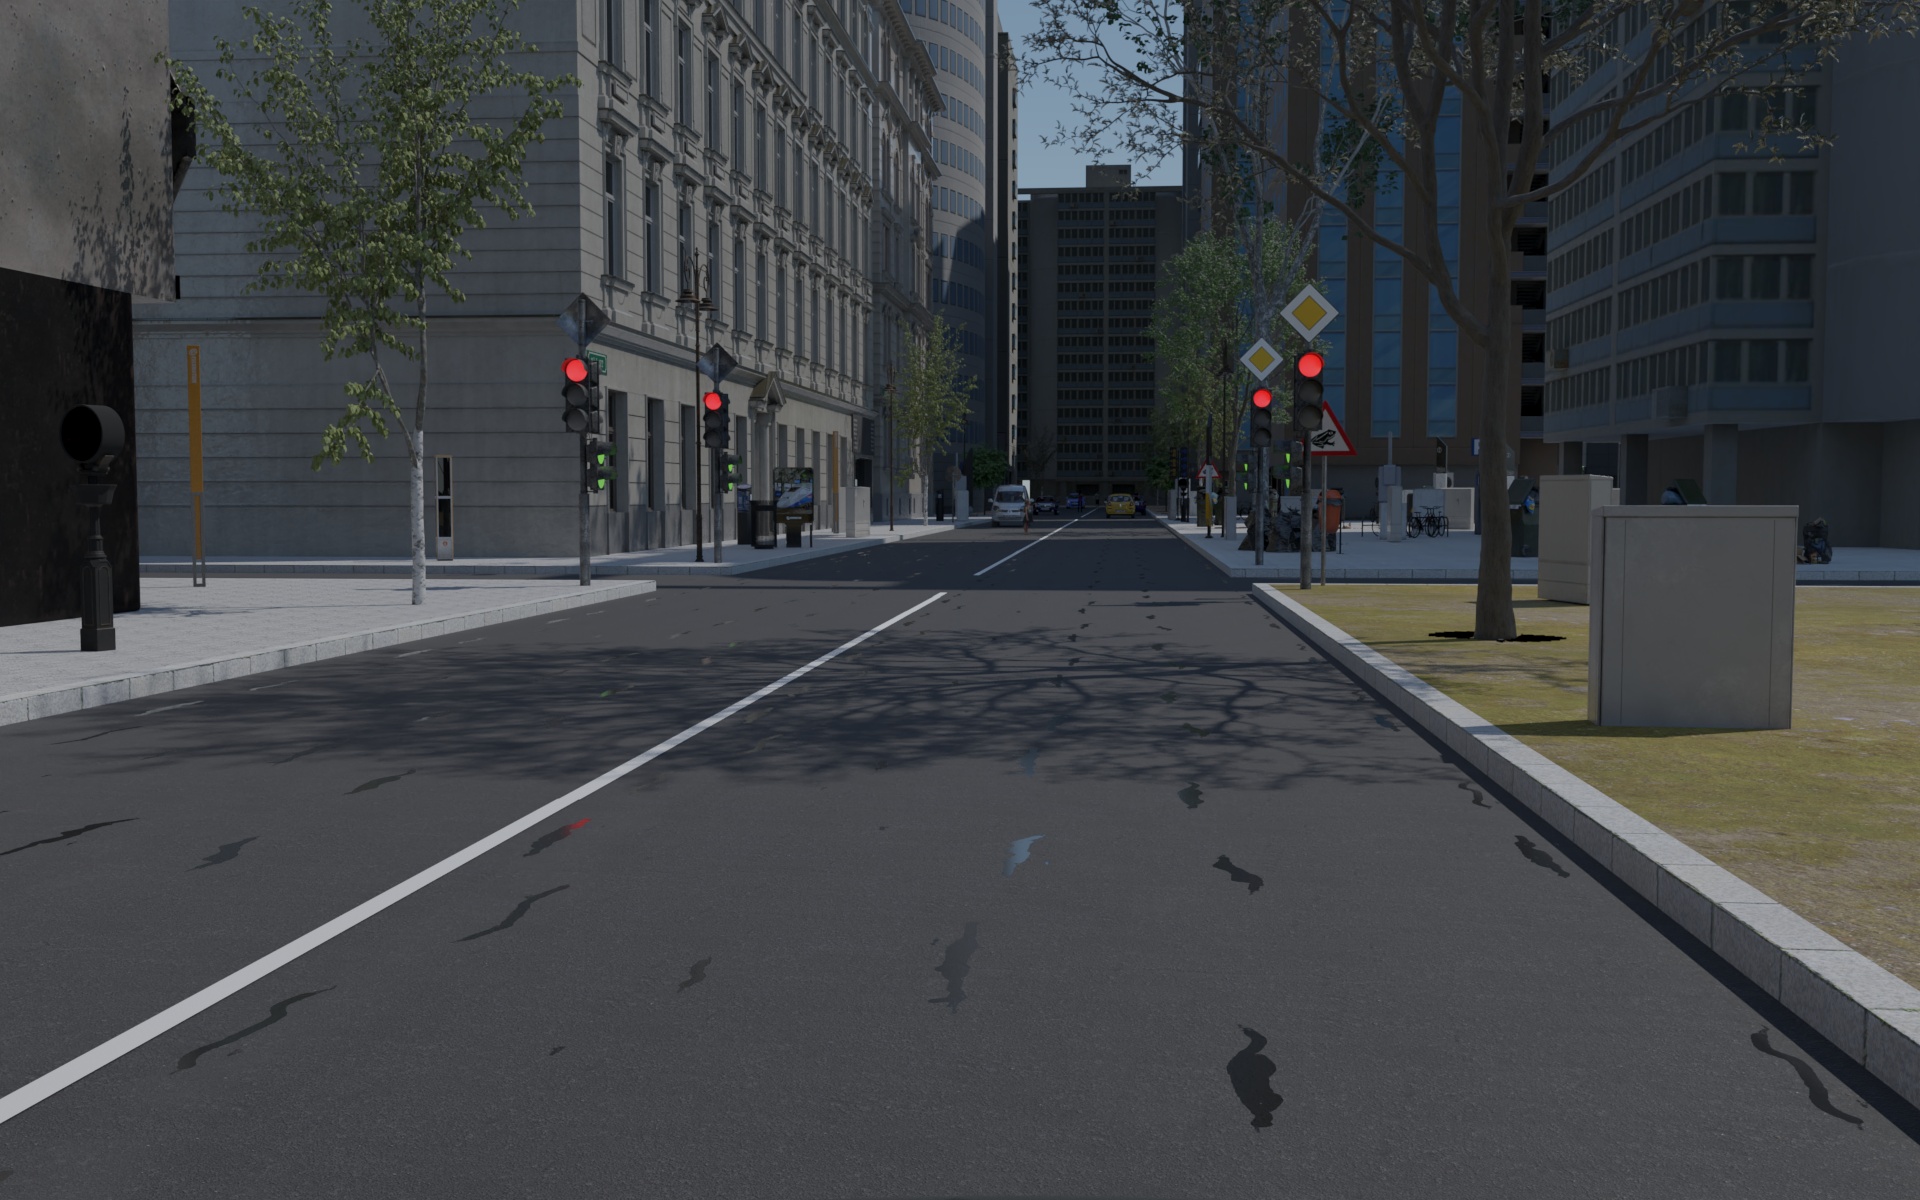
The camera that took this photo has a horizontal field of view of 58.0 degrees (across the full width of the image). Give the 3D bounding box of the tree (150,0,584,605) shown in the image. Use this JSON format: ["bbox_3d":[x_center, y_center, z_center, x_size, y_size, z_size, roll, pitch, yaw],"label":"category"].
[{"bbox_3d":[-6.524,-4.251,19.866,4.737,8.622,4.395,0,3,0],"label":"tree"}]

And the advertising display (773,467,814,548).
[{"bbox_3d":[-3.983,-2.215,41.426,0.974,1.923,0.123,-1,4,-14],"label":"advertising display"}]

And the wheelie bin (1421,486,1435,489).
[{"bbox_3d":[18.366,-3.686,68.178,0.980,1.594,0.693,-2,4,-28],"label":"wheelie bin"}]

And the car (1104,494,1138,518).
[{"bbox_3d":[9.592,-5.695,103.340,2.015,1.641,3.980,0,4,6],"label":"car"}]

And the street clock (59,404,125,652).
[{"bbox_3d":[-7.064,-0.585,14.137,0.471,2.002,0.358,1,4,21],"label":"street clock"}]

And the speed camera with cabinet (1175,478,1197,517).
[{"bbox_3d":[13.252,-6.393,98.857,0.660,3.252,2.038,-3,5,-42],"label":"speed camera with cabinet"}]

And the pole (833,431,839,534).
[{"bbox_3d":[-4.019,-3.805,56.054,0.158,3.312,0.155,0,3,0],"label":"pole"}]

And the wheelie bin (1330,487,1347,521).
[{"bbox_3d":[17.741,-4.499,81.459,0.980,1.594,0.693,-1,4,-21],"label":"wheelie bin"}]

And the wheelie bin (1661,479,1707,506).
[{"bbox_3d":[15.099,-1.731,36.214,0.980,1.594,0.693,-2,4,-28],"label":"wheelie bin"}]

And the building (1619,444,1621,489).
[{"bbox_3d":[61.659,-44.422,164.556,20.611,71.187,20.563,0,4,5],"label":"building"}]

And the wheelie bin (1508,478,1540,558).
[{"bbox_3d":[11.470,-1.675,35.294,0.693,1.594,0.980,-1,4,-22],"label":"wheelie bin"}]

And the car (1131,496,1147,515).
[{"bbox_3d":[11.711,-6.407,117.341,1.945,1.354,3.894,0,4,4],"label":"car"}]

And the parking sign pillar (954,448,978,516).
[{"bbox_3d":[0.346,-6.821,99.989,1.447,3.967,1.447,1,4,19],"label":"parking sign pillar"}]

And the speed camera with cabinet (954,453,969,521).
[{"bbox_3d":[0.069,-5.390,82.466,0.660,3.252,2.038,0,4,-4],"label":"speed camera with cabinet"}]

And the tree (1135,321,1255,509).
[{"bbox_3d":[10.533,-7.555,73.884,4.737,8.622,4.395,0,3,0],"label":"tree"}]

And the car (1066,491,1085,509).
[{"bbox_3d":[11.363,-9.817,170.099,1.945,1.707,3.694,0,4,7],"label":"car"}]

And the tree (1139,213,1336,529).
[{"bbox_3d":[10.200,-8.464,64.134,9.928,11.665,9.643,0,3,0],"label":"tree"}]

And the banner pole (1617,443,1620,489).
[{"bbox_3d":[29.822,-5.412,78.497,0.401,3.779,0.863,1,4,20],"label":"banner pole"}]

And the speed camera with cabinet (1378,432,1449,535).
[{"bbox_3d":[14.328,-3.704,54.896,2.038,3.252,0.660,1,4,16],"label":"speed camera with cabinet"}]

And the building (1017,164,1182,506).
[{"bbox_3d":[17.591,-31.508,207.037,23.993,40.220,32.217,0,4,5],"label":"building"}]

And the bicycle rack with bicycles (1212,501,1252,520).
[{"bbox_3d":[13.832,-4.426,85.743,2.852,0.926,2.925,-1,4,-11],"label":"bicycle rack with bicycles"}]

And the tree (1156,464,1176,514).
[{"bbox_3d":[13.337,-7.024,109.444,1.663,3.219,1.824,0,3,0],"label":"tree"}]

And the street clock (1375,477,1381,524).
[{"bbox_3d":[17.915,-4.248,74.018,0.358,2.002,0.471,0,4,-7],"label":"street clock"}]

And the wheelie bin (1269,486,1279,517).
[{"bbox_3d":[12.036,-3.649,67.569,0.693,1.594,0.980,2,4,27],"label":"wheelie bin"}]

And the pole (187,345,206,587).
[{"bbox_3d":[-10.522,-1.836,23.858,0.158,3.312,0.155,0,3,0],"label":"pole"}]

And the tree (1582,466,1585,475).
[{"bbox_3d":[36.241,-6.602,102.549,1.663,3.219,1.824,0,3,0],"label":"tree"}]

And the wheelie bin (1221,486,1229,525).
[{"bbox_3d":[10.814,-3.846,70.793,0.980,1.594,0.693,-3,4,-38],"label":"wheelie bin"}]

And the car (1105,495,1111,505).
[{"bbox_3d":[12.882,-7.976,142.416,2.014,1.417,4.499,0,4,7],"label":"car"}]

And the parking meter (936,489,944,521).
[{"bbox_3d":[-0.949,-4.503,82.031,0.372,1.533,0.369,0,3,0],"label":"parking meter"}]

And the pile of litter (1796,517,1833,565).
[{"bbox_3d":[15.601,-1.112,32.145,1.719,0.858,1.176,-3,5,-43],"label":"pile of litter"}]

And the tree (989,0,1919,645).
[{"bbox_3d":[4.586,-6.395,14.929,12.009,13.543,11.850,0,3,0],"label":"tree"}]

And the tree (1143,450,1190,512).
[{"bbox_3d":[14.973,-8.694,125.867,4.285,4.588,4.351,0,3,0],"label":"tree"}]

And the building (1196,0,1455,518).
[{"bbox_3d":[22.871,-28.241,111.855,14.600,45.320,14.200,0,4,5],"label":"building"}]

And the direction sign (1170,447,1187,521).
[{"bbox_3d":[10.518,-5.594,83.462,0.876,3.537,0.379,2,4,26],"label":"direction sign"}]

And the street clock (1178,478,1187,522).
[{"bbox_3d":[10.261,-4.580,79.452,0.471,2.002,0.358,3,5,42],"label":"street clock"}]

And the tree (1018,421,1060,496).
[{"bbox_3d":[8.043,-13.727,174.804,4.360,8.622,3.978,0,3,0],"label":"tree"}]

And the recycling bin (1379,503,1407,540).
[{"bbox_3d":[12.220,-2.225,48.932,0.722,1.027,0.722,1,4,10],"label":"recycling bin"}]

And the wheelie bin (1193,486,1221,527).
[{"bbox_3d":[9.611,-3.662,67.779,0.980,1.594,0.693,1,4,12],"label":"wheelie bin"}]

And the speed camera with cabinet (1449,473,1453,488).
[{"bbox_3d":[19.050,-4.671,70.714,2.038,3.252,0.660,0,4,-2],"label":"speed camera with cabinet"}]

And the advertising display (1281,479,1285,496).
[{"bbox_3d":[13.414,-4.082,71.952,0.123,1.923,0.974,1,4,9],"label":"advertising display"}]

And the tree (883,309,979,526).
[{"bbox_3d":[-1.347,-7.296,69.652,4.737,8.622,4.395,0,3,0],"label":"tree"}]

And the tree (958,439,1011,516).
[{"bbox_3d":[1.414,-7.357,104.002,4.285,4.588,4.351,0,3,0],"label":"tree"}]

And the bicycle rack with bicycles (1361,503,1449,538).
[{"bbox_3d":[13.513,-2.348,51.772,2.925,0.926,2.852,-2,4,-35],"label":"bicycle rack with bicycles"}]

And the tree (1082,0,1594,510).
[{"bbox_3d":[8.419,-11.291,40.491,12.611,20.169,13.585,0,3,0],"label":"tree"}]

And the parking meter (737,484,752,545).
[{"bbox_3d":[-5.461,-2.169,43.880,0.372,1.533,0.369,0,3,0],"label":"parking meter"}]

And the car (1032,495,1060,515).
[{"bbox_3d":[5.919,-6.518,119.145,1.945,1.354,3.894,0,4,5],"label":"car"}]

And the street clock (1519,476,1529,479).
[{"bbox_3d":[22.257,-3.902,68.371,0.358,2.002,0.471,3,5,45],"label":"street clock"}]

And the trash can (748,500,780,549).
[{"bbox_3d":[-4.568,-1.755,40.348,0.748,1.137,0.748,0,3,0],"label":"trash can"}]
